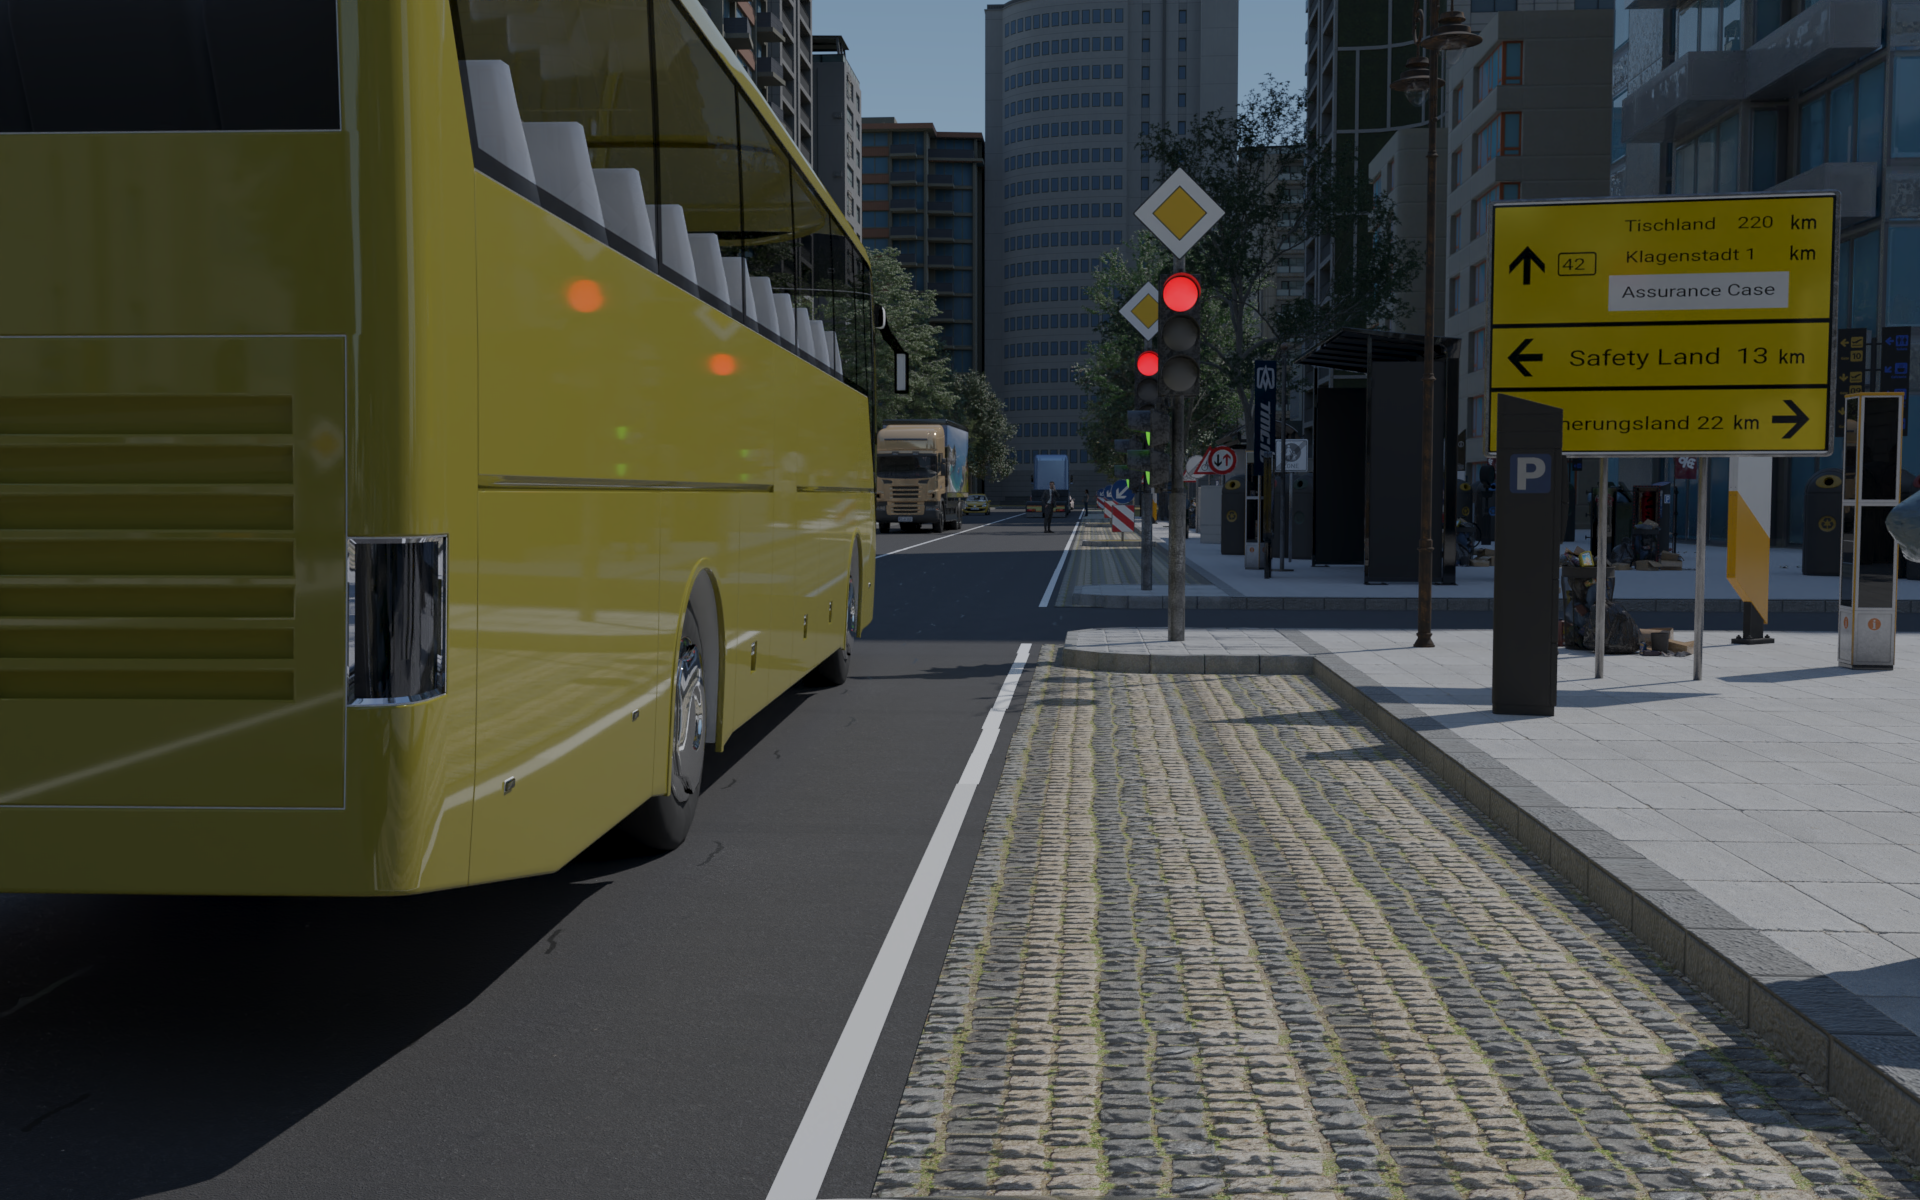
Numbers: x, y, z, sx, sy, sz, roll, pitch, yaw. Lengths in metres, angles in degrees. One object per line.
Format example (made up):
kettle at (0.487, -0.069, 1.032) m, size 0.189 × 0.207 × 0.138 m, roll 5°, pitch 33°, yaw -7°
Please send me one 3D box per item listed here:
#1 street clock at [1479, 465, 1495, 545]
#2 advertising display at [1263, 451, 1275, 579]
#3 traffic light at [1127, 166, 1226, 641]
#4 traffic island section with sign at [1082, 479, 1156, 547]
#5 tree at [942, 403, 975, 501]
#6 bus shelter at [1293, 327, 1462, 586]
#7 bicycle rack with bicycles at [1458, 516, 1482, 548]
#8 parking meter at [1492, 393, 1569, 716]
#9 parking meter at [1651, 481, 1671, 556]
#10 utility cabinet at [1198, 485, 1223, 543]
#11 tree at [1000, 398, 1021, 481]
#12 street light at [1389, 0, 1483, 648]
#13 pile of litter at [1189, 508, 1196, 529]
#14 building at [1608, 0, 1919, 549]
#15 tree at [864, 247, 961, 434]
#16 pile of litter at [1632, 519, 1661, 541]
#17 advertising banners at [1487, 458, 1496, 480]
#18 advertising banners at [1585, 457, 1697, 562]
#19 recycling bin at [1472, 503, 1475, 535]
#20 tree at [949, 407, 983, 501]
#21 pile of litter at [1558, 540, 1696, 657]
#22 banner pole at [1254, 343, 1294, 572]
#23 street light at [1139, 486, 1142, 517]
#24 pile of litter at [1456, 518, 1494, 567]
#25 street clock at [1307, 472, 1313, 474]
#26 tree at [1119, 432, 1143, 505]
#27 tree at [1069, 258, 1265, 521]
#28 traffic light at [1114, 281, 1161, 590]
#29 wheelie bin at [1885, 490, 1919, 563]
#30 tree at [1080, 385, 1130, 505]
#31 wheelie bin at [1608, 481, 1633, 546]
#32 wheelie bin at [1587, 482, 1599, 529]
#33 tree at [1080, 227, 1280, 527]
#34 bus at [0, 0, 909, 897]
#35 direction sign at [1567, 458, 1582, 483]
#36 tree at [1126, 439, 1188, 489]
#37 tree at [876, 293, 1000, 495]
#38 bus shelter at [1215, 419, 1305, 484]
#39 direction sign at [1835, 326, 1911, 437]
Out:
street clock at (13.253, -2.385, 43.572) m, size 0.358 × 2.002 × 0.471 m, roll 3°, pitch 5°, yaw 40°
advertising display at (4.743, -1.307, 26.584) m, size 0.123 × 1.923 × 0.974 m, roll 1°, pitch 4°, yaw 13°
traffic light at (1.873, -1.597, 15.034) m, size 0.839 × 4.253 × 0.868 m, roll 0°, pitch 4°, yaw 4°
traffic island section with sign at (4.360, -2.386, 47.637) m, size 1.989 × 1.847 × 2.006 m, roll 0°, pitch 4°, yaw 4°
tree at (-0.565, -11.220, 133.813) m, size 4.360 × 8.622 × 3.978 m, roll 0°, pitch 3°, yaw 0°
bus shelter at (6.465, -2.209, 27.396) m, size 1.731 × 3.624 × 6.357 m, roll 0°, pitch 4°, yaw 4°
bicycle rack with bicycles at (10.769, -1.673, 40.732) m, size 2.925 × 0.926 × 2.852 m, roll 0°, pitch 4°, yaw 6°
parking meter at (3.323, -0.268, 10.090) m, size 0.399 × 1.863 × 0.255 m, roll 1°, pitch 4°, yaw 16°
parking meter at (13.551, -1.538, 33.554) m, size 0.372 × 1.533 × 0.369 m, roll 0°, pitch 3°, yaw 0°
utility cabinet at (6.804, -2.202, 44.684) m, size 1.173 × 1.500 × 0.318 m, roll 2°, pitch 4°, yaw 35°
tree at (0.895, -14.693, 157.240) m, size 9.611 × 12.733 × 9.660 m, roll 0°, pitch 3°, yaw 0°
street light at (3.897, -2.543, 14.363) m, size 0.468 × 5.910 × 1.993 m, roll 0°, pitch 4°, yaw 4°
pile of litter at (8.850, -3.092, 64.527) m, size 1.176 × 0.858 × 1.719 m, roll 0°, pitch 4°, yaw -2°
building at (32.640, -25.925, 43.489) m, size 30.456 × 49.044 × 23.786 m, roll 0°, pitch 4°, yaw 4°
tree at (-3.857, -9.863, 79.392) m, size 7.486 × 12.596 × 7.792 m, roll 0°, pitch 3°, yaw 0°
pile of litter at (11.721, -0.939, 29.322) m, size 1.719 × 0.858 × 1.176 m, roll 1°, pitch 4°, yaw 21°
advertising banners at (18.287, -3.960, 60.939) m, size 0.090 × 3.025 × 2.074 m, roll -1°, pitch 4°, yaw -11°
advertising banners at (12.434, -2.155, 31.428) m, size 2.074 × 3.025 × 0.090 m, roll 0°, pitch 4°, yaw 4°
recycling bin at (14.118, -2.243, 49.223) m, size 0.722 × 1.027 × 0.722 m, roll -1°, pitch 4°, yaw -17°
tree at (-0.295, -11.987, 146.351) m, size 4.737 × 8.622 × 4.395 m, roll 0°, pitch 3°, yaw 0°
pile of litter at (5.403, -0.029, 14.432) m, size 1.176 × 0.858 × 1.719 m, roll 0°, pitch 4°, yaw -4°
banner pole at (5.161, -2.360, 28.611) m, size 0.863 × 3.779 × 0.401 m, roll -2°, pitch 4°, yaw -30°
street light at (10.165, -7.609, 97.197) m, size 0.468 × 5.910 × 1.993 m, roll 0°, pitch 4°, yaw 4°
pile of litter at (9.334, -1.055, 31.222) m, size 1.719 × 0.858 × 1.176 m, roll -3°, pitch 5°, yaw -44°
street clock at (11.457, -3.167, 56.353) m, size 0.471 × 2.002 × 0.358 m, roll 1°, pitch 4°, yaw 16°
tree at (15.638, -12.645, 157.100) m, size 4.360 × 8.622 × 3.978 m, roll 0°, pitch 3°, yaw 0°
tree at (9.843, -10.163, 83.177) m, size 9.611 × 12.733 × 9.660 m, roll 0°, pitch 3°, yaw 0°
traffic light at (2.471, -2.084, 22.996) m, size 0.839 × 4.253 × 0.868 m, roll 0°, pitch 4°, yaw 4°
wheelie bin at (2.979, 0.204, 4.573) m, size 0.980 × 1.594 × 0.693 m, roll 1°, pitch 4°, yaw 22°
tree at (13.934, -13.879, 145.051) m, size 7.486 × 12.596 × 7.792 m, roll 0°, pitch 3°, yaw 0°
wheelie bin at (16.246, -2.123, 42.619) m, size 0.693 × 1.594 × 0.980 m, roll 2°, pitch 4°, yaw 26°
wheelie bin at (16.490, -2.228, 44.344) m, size 0.980 × 1.594 × 0.693 m, roll -2°, pitch 4°, yaw -33°
tree at (8.381, -8.607, 66.481) m, size 9.928 × 11.665 × 9.643 m, roll 0°, pitch 3°, yaw 0°
bus at (-2.164, -1.117, 9.810) m, size 2.896 × 3.916 × 12.252 m, roll 0°, pitch 4°, yaw 2°
direction sign at (20.526, -4.057, 58.322) m, size 0.876 × 3.537 × 0.379 m, roll -1°, pitch 4°, yaw -8°
tree at (13.741, -10.926, 128.999) m, size 4.737 × 8.622 × 4.395 m, roll 0°, pitch 3°, yaw 0°
tree at (-3.685, -11.037, 97.461) m, size 9.611 × 12.733 × 9.660 m, roll 0°, pitch 3°, yaw 0°
bus shelter at (8.451, -3.384, 49.249) m, size 2.014 × 3.302 × 5.546 m, roll 0°, pitch 4°, yaw 4°
direction sign at (12.415, -1.934, 23.622) m, size 0.876 × 3.537 × 0.379 m, roll 2°, pitch 4°, yaw 28°
